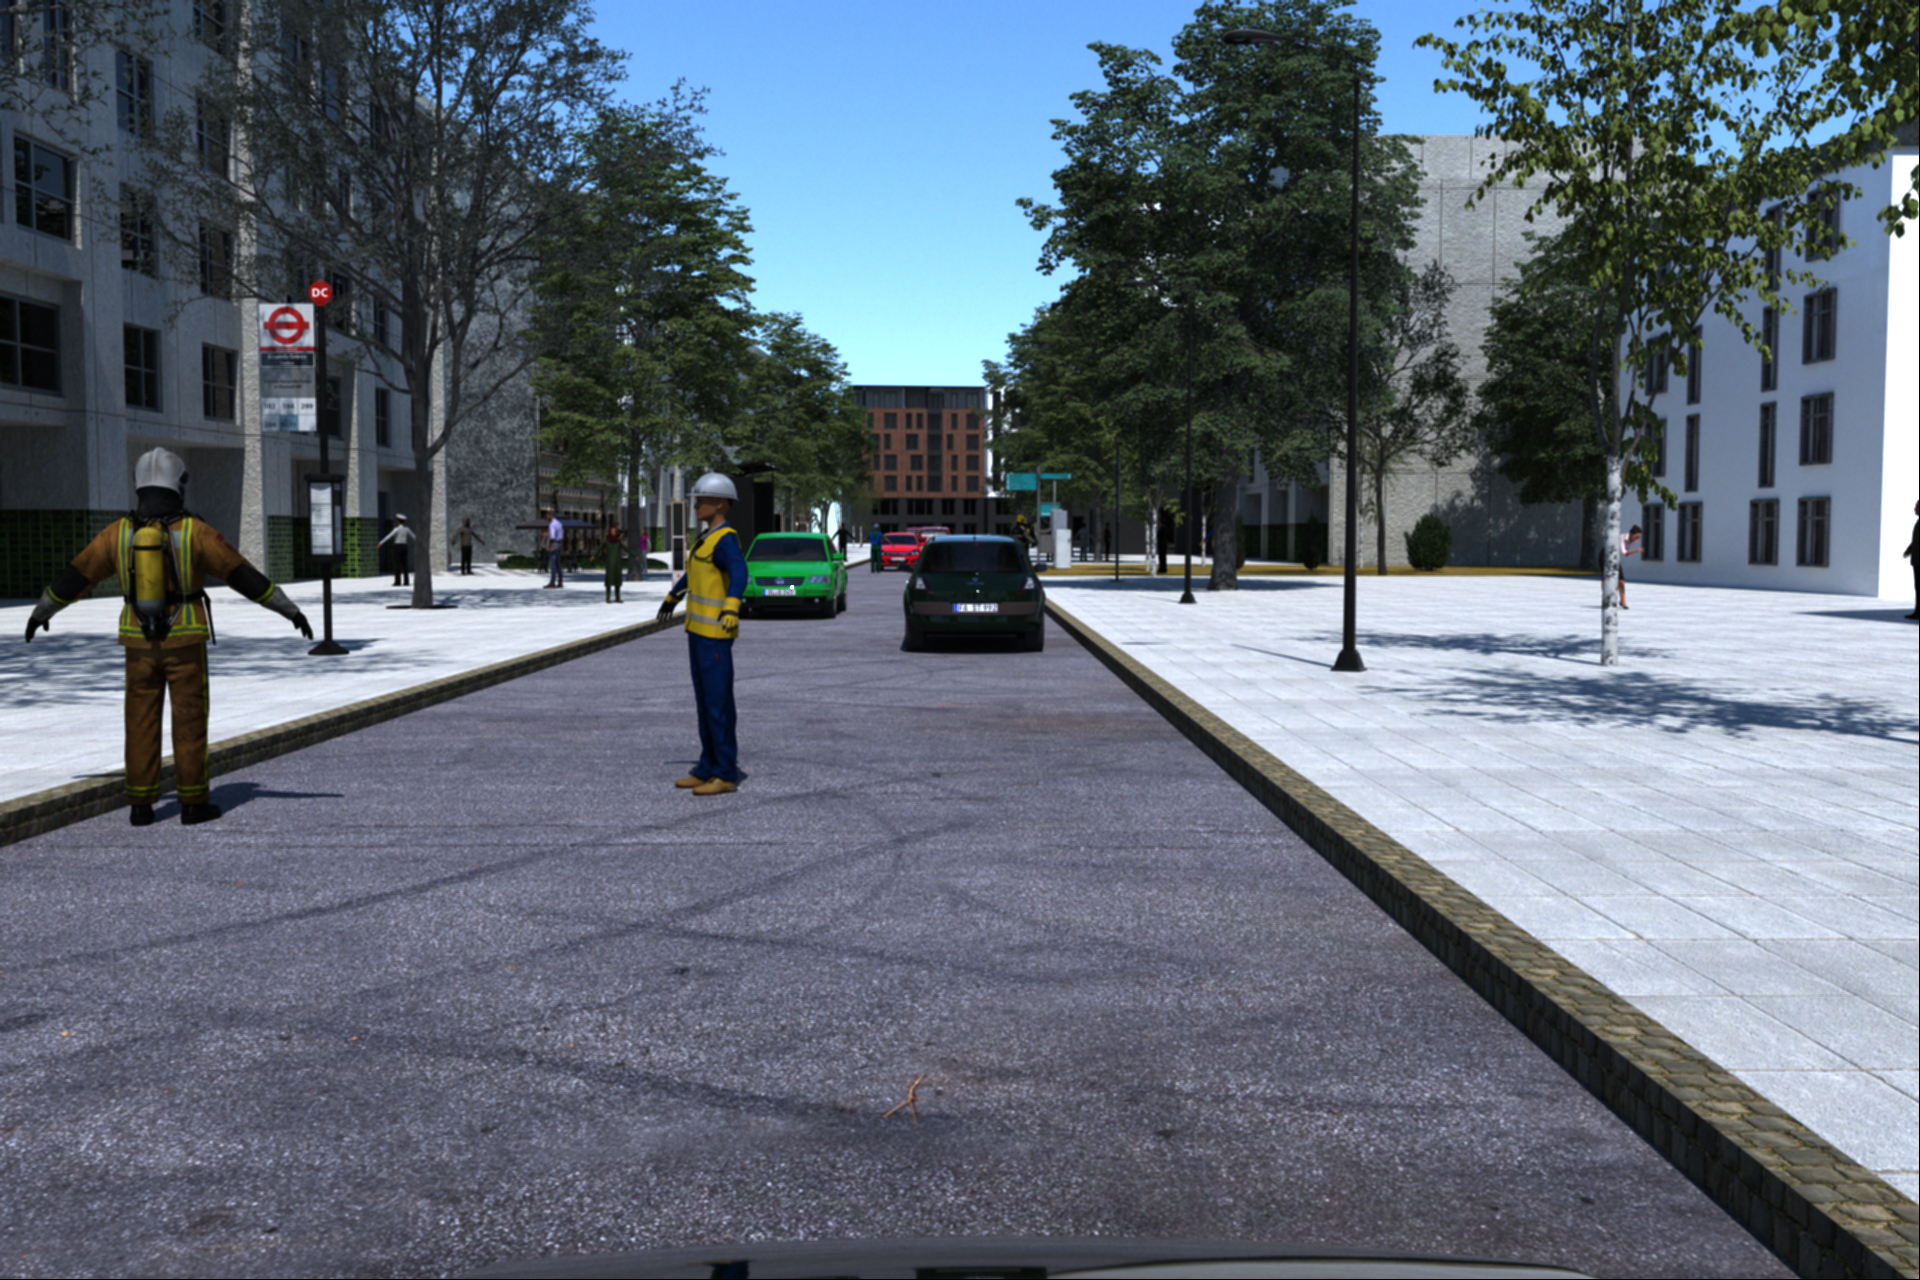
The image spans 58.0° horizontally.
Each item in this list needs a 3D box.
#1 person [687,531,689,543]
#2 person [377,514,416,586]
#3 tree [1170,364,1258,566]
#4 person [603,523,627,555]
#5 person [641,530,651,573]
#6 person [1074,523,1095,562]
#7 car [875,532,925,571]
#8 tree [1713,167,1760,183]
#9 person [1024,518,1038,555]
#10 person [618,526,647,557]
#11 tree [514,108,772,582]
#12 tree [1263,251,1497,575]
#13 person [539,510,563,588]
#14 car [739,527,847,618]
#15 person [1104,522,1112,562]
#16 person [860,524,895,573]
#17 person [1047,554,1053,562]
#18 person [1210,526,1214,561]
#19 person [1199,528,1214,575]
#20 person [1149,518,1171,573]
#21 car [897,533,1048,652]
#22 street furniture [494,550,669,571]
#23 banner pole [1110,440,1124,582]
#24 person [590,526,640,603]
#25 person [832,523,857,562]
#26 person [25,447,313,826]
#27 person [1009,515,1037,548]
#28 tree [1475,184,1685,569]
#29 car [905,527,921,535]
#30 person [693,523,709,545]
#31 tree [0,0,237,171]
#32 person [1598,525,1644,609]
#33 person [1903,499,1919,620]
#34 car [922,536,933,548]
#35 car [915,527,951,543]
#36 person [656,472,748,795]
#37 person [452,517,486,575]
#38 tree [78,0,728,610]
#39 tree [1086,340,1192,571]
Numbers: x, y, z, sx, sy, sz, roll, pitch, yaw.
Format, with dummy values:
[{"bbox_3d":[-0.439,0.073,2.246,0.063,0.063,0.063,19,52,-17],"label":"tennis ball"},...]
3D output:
[{"bbox_3d":[-12.146,-4.256,75.713,0.704,1.817,1.347,-3,5,-40],"label":"person"},{"bbox_3d":[-13.869,-2.225,42.837,0.721,1.778,1.216,3,4,38],"label":"person"},{"bbox_3d":[9.950,-7.243,68.784,4.737,8.622,4.395,0,3,0],"label":"tree"},{"bbox_3d":[-16.703,-4.793,84.301,1.347,1.837,0.705,0,4,-7],"label":"person"},{"bbox_3d":[-10.465,-2.917,56.960,0.991,1.433,0.599,3,5,41],"label":"person"},{"bbox_3d":[5.798,-4.570,80.903,1.347,1.806,0.705,3,5,43],"label":"person"},{"bbox_3d":[-2.378,-3.604,67.959,2.155,1.783,4.494,0,4,0],"label":"car"},{"bbox_3d":[24.526,-8.320,54.166,7.486,12.596,7.792,0,3,0],"label":"tree"},{"bbox_3d":[2.304,-3.467,62.463,1.354,1.856,0.705,-2,4,-32],"label":"person"},{"bbox_3d":[-14.060,-4.158,74.128,1.345,1.843,0.704,-2,4,-26],"label":"person"},{"bbox_3d":[-8.596,-7.873,46.858,7.486,12.596,7.792,0,3,0],"label":"tree"},{"bbox_3d":[12.796,-7.288,53.565,7.601,10.594,8.767,0,4,2],"label":"tree"},{"bbox_3d":[-9.716,-2.143,40.953,0.599,1.838,0.709,1,4,9],"label":"person"},{"bbox_3d":[-2.994,-1.348,30.840,1.959,1.807,4.718,0,4,0],"label":"car"},{"bbox_3d":[6.760,-4.451,78.904,0.704,1.812,1.346,0,4,4],"label":"person"},{"bbox_3d":[-3.068,-3.364,63.588,1.347,1.817,0.704,1,4,16],"label":"person"},{"bbox_3d":[4.247,-4.568,80.965,1.348,1.796,0.705,2,4,28],"label":"person"},{"bbox_3d":[12.128,-4.650,82.833,0.721,1.733,1.217,3,5,42],"label":"person"},{"bbox_3d":[8.005,-2.924,53.783,1.349,1.833,0.705,-2,4,-34],"label":"person"},{"bbox_3d":[6.624,-3.101,56.886,0.705,1.806,1.347,2,4,35],"label":"person"},{"bbox_3d":[0.166,-0.779,22.518,2.009,1.686,4.222,0,4,0],"label":"car"},{"bbox_3d":[-14.581,-3.023,65.059,5.734,0.657,10.072,-1,4,-21],"label":"street furniture"},{"bbox_3d":[4.220,-3.435,46.185,0.401,3.779,0.863,0,4,0],"label":"banner pole"},{"bbox_3d":[-6.417,-1.404,32.167,0.989,1.438,0.599,-3,4,-37],"label":"person"},{"bbox_3d":[-5.415,-4.536,80.382,1.346,1.802,0.704,2,4,25],"label":"person"},{"bbox_3d":[-3.936,-0.022,8.593,1.354,1.858,0.705,-1,4,-10],"label":"person"},{"bbox_3d":[1.842,-2.837,52.154,0.704,1.858,1.351,-2,4,-34],"label":"person"},{"bbox_3d":[23.368,-9.633,64.158,9.857,13.997,8.962,0,3,0],"label":"tree"},{"bbox_3d":[-2.356,-5.560,99.572,2.281,1.827,5.304,0,4,0],"label":"car"},{"bbox_3d":[-7.799,-2.918,54.438,1.216,1.740,0.721,-1,4,-21],"label":"person"},{"bbox_3d":[-9.382,-6.193,11.623,12.009,13.543,11.850,0,3,0],"label":"tree"},{"bbox_3d":[11.313,-1.246,29.600,0.799,1.438,0.628,2,4,30],"label":"person"},{"bbox_3d":[14.477,-1.219,26.119,0.705,1.807,1.348,1,4,18],"label":"person"},{"bbox_3d":[-0.687,-3.703,72.912,2.083,1.381,4.827,0,4,0],"label":"car"},{"bbox_3d":[-1.285,-4.908,88.923,2.281,1.827,5.304,0,4,0],"label":"car"},{"bbox_3d":[-1.451,-0.043,9.629,0.721,1.772,1.216,-2,4,-27],"label":"person"},{"bbox_3d":[-15.453,-2.946,54.298,0.705,1.813,1.348,2,4,31],"label":"person"},{"bbox_3d":[-9.120,-7.285,29.482,12.009,13.543,11.850,0,3,0],"label":"tree"},{"bbox_3d":[6.456,-6.682,59.611,4.737,8.622,4.395,0,3,0],"label":"tree"}]
